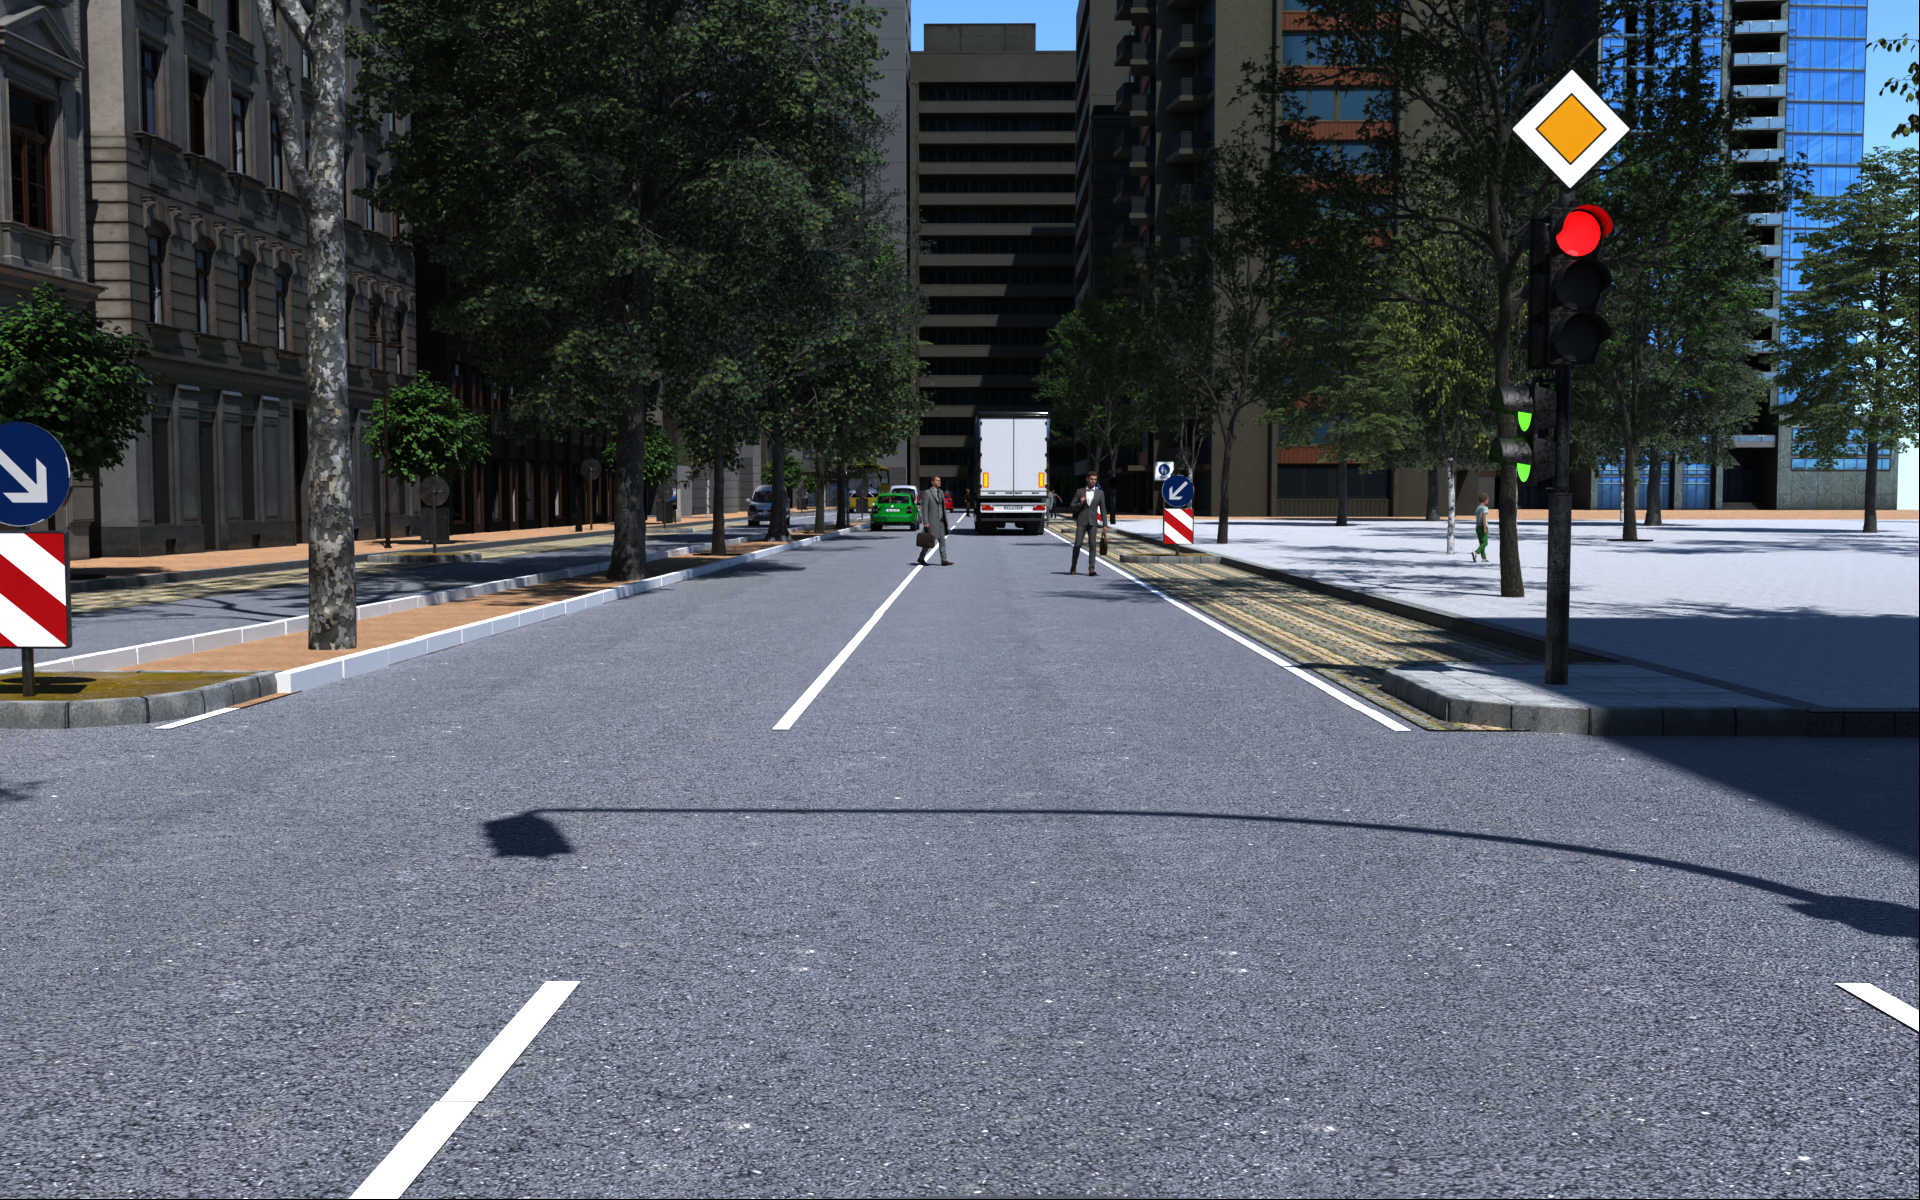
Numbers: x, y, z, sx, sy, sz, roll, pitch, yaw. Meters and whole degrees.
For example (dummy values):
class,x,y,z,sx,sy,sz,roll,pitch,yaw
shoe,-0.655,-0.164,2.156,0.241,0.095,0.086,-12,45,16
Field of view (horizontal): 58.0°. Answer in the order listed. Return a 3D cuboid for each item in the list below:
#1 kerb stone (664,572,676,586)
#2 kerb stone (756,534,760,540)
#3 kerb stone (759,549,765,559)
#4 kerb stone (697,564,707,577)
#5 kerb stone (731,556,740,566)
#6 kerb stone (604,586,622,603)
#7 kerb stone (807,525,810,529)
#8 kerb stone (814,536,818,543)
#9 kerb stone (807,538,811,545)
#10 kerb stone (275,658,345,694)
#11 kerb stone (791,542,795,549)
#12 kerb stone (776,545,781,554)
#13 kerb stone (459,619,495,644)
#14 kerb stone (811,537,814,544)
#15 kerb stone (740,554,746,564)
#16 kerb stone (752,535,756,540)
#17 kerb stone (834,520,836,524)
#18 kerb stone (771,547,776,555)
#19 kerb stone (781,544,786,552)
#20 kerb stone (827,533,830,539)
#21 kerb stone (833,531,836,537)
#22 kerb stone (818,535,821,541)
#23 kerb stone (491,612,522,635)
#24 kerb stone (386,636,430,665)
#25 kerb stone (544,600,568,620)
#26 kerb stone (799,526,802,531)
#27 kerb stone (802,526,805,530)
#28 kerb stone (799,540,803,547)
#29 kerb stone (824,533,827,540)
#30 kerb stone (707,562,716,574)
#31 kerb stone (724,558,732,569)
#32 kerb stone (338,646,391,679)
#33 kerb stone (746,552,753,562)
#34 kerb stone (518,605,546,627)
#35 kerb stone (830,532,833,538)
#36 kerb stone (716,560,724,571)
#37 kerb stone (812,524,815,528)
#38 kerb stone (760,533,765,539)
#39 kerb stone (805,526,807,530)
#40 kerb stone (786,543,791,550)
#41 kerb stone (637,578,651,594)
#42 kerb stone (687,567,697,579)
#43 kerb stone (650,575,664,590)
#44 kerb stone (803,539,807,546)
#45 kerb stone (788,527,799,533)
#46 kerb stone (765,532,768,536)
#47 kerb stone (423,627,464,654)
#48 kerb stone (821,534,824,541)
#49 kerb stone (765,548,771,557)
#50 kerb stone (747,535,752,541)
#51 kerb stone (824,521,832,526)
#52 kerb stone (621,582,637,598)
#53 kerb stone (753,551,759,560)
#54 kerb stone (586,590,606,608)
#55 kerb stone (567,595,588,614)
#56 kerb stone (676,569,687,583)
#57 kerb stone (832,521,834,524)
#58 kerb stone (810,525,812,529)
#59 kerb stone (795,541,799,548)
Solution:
class,x,y,z,sx,sy,sz,roll,pitch,yaw
kerb stone,-4.652,-0.307,27.221,0.120,0.150,1.000,0,4,1
kerb stone,-6.424,-1.936,53.949,0.120,0.150,1.000,0,4,1
kerb stone,-4.515,-0.998,38.515,0.120,0.150,1.000,0,4,1
kerb stone,-4.615,-0.492,30.299,0.120,0.150,1.000,0,4,1
kerb stone,-4.559,-0.746,34.399,0.120,0.150,1.000,0,4,1
kerb stone,-4.708,-0.057,23.132,0.120,0.150,1.000,0,4,1
kerb stone,-6.226,-2.882,69.321,0.120,0.150,1.000,0,4,1
kerb stone,-4.360,-1.750,50.824,0.120,0.150,1.000,0,4,1
kerb stone,-4.377,-1.625,48.766,0.120,0.150,1.000,0,4,1
kerb stone,-4.839,0.571,12.885,0.120,0.150,1.000,0,4,1
kerb stone,-4.432,-1.369,44.676,0.120,0.150,1.000,0,4,1
kerb stone,-4.477,-1.186,41.594,0.120,0.150,1.000,0,4,1
kerb stone,-4.788,0.319,16.981,0.120,0.150,1.000,0,4,1
kerb stone,-4.366,-1.687,49.798,0.120,0.150,1.000,0,4,1
kerb stone,-4.556,-0.809,35.430,0.120,0.150,1.000,0,4,1
kerb stone,-6.425,-1.880,52.926,0.120,0.150,1.000,0,4,1
kerb stone,-6.064,-3.635,81.633,0.120,0.150,1.000,0,4,1
kerb stone,-4.492,-1.124,40.565,0.120,0.150,1.000,0,4,1
kerb stone,-4.461,-1.246,42.624,0.120,0.150,1.000,0,4,1
kerb stone,-4.306,-2.002,54.927,0.120,0.150,1.000,0,4,1
kerb stone,-4.280,-2.125,56.982,0.120,0.150,1.000,0,4,1
kerb stone,-4.347,-1.814,51.854,0.120,0.150,1.000,0,4,1
kerb stone,-4.776,0.256,18.003,0.120,0.150,1.000,0,4,1
kerb stone,-4.815,0.449,14.935,0.120,0.150,1.000,0,4,1
kerb stone,-4.752,0.131,20.049,0.120,0.150,1.000,0,4,1
kerb stone,-6.270,-2.692,66.249,0.120,0.150,1.000,0,4,1
kerb stone,-6.248,-2.752,67.273,0.120,0.150,1.000,0,4,1
kerb stone,-4.414,-1.498,46.721,0.120,0.150,1.000,0,4,1
kerb stone,-4.314,-1.939,53.904,0.120,0.150,1.000,0,4,1
kerb stone,-4.599,-0.553,31.324,0.120,0.150,1.000,0,4,1
kerb stone,-4.580,-0.681,33.377,0.120,0.150,1.000,0,4,1
kerb stone,-4.819,0.507,13.907,0.120,0.150,1.000,0,4,1
kerb stone,-4.537,-0.872,36.465,0.120,0.150,1.000,0,4,1
kerb stone,-4.763,0.194,19.025,0.120,0.150,1.000,0,4,1
kerb stone,-4.293,-2.064,55.949,0.120,0.150,1.000,0,4,1
kerb stone,-4.593,-0.614,32.349,0.120,0.150,1.000,0,4,1
kerb stone,-6.197,-3.007,71.377,0.120,0.150,1.000,0,4,1
kerb stone,-6.400,-2.005,54.970,0.120,0.150,1.000,0,4,1
kerb stone,-6.235,-2.820,68.299,0.120,0.150,1.000,0,4,1
kerb stone,-4.449,-1.311,43.654,0.120,0.150,1.000,0,4,1
kerb stone,-4.682,-0.182,25.177,0.120,0.150,1.000,0,4,1
kerb stone,-4.629,-0.432,29.272,0.120,0.150,1.000,0,4,1
kerb stone,-4.674,-0.245,26.199,0.120,0.150,1.000,0,4,1
kerb stone,-4.392,-1.563,47.742,0.120,0.150,1.000,0,4,1
kerb stone,-6.272,-2.632,65.223,0.120,0.150,1.000,0,4,1
kerb stone,-6.399,-2.067,55.995,0.120,0.150,1.000,0,4,1
kerb stone,-4.804,0.381,15.959,0.120,0.150,1.000,0,4,1
kerb stone,-4.328,-1.877,52.882,0.120,0.150,1.000,0,4,1
kerb stone,-4.503,-1.061,39.543,0.120,0.150,1.000,0,4,1
kerb stone,-6.445,-1.814,51.897,0.120,0.150,1.000,0,4,1
kerb stone,-6.086,-3.508,79.578,0.120,0.150,1.000,0,4,1
kerb stone,-4.700,-0.120,24.155,0.120,0.150,1.000,0,4,1
kerb stone,-4.526,-0.935,37.487,0.120,0.150,1.000,0,4,1
kerb stone,-4.722,0.008,22.105,0.120,0.150,1.000,0,4,1
kerb stone,-4.733,0.072,21.075,0.120,0.150,1.000,0,4,1
kerb stone,-4.648,-0.369,28.246,0.120,0.150,1.000,0,4,1
kerb stone,-6.079,-3.567,80.611,0.120,0.150,1.000,0,4,1
kerb stone,-6.204,-2.941,70.355,0.120,0.150,1.000,0,4,1
kerb stone,-4.428,-1.437,45.698,0.120,0.150,1.000,0,4,1
